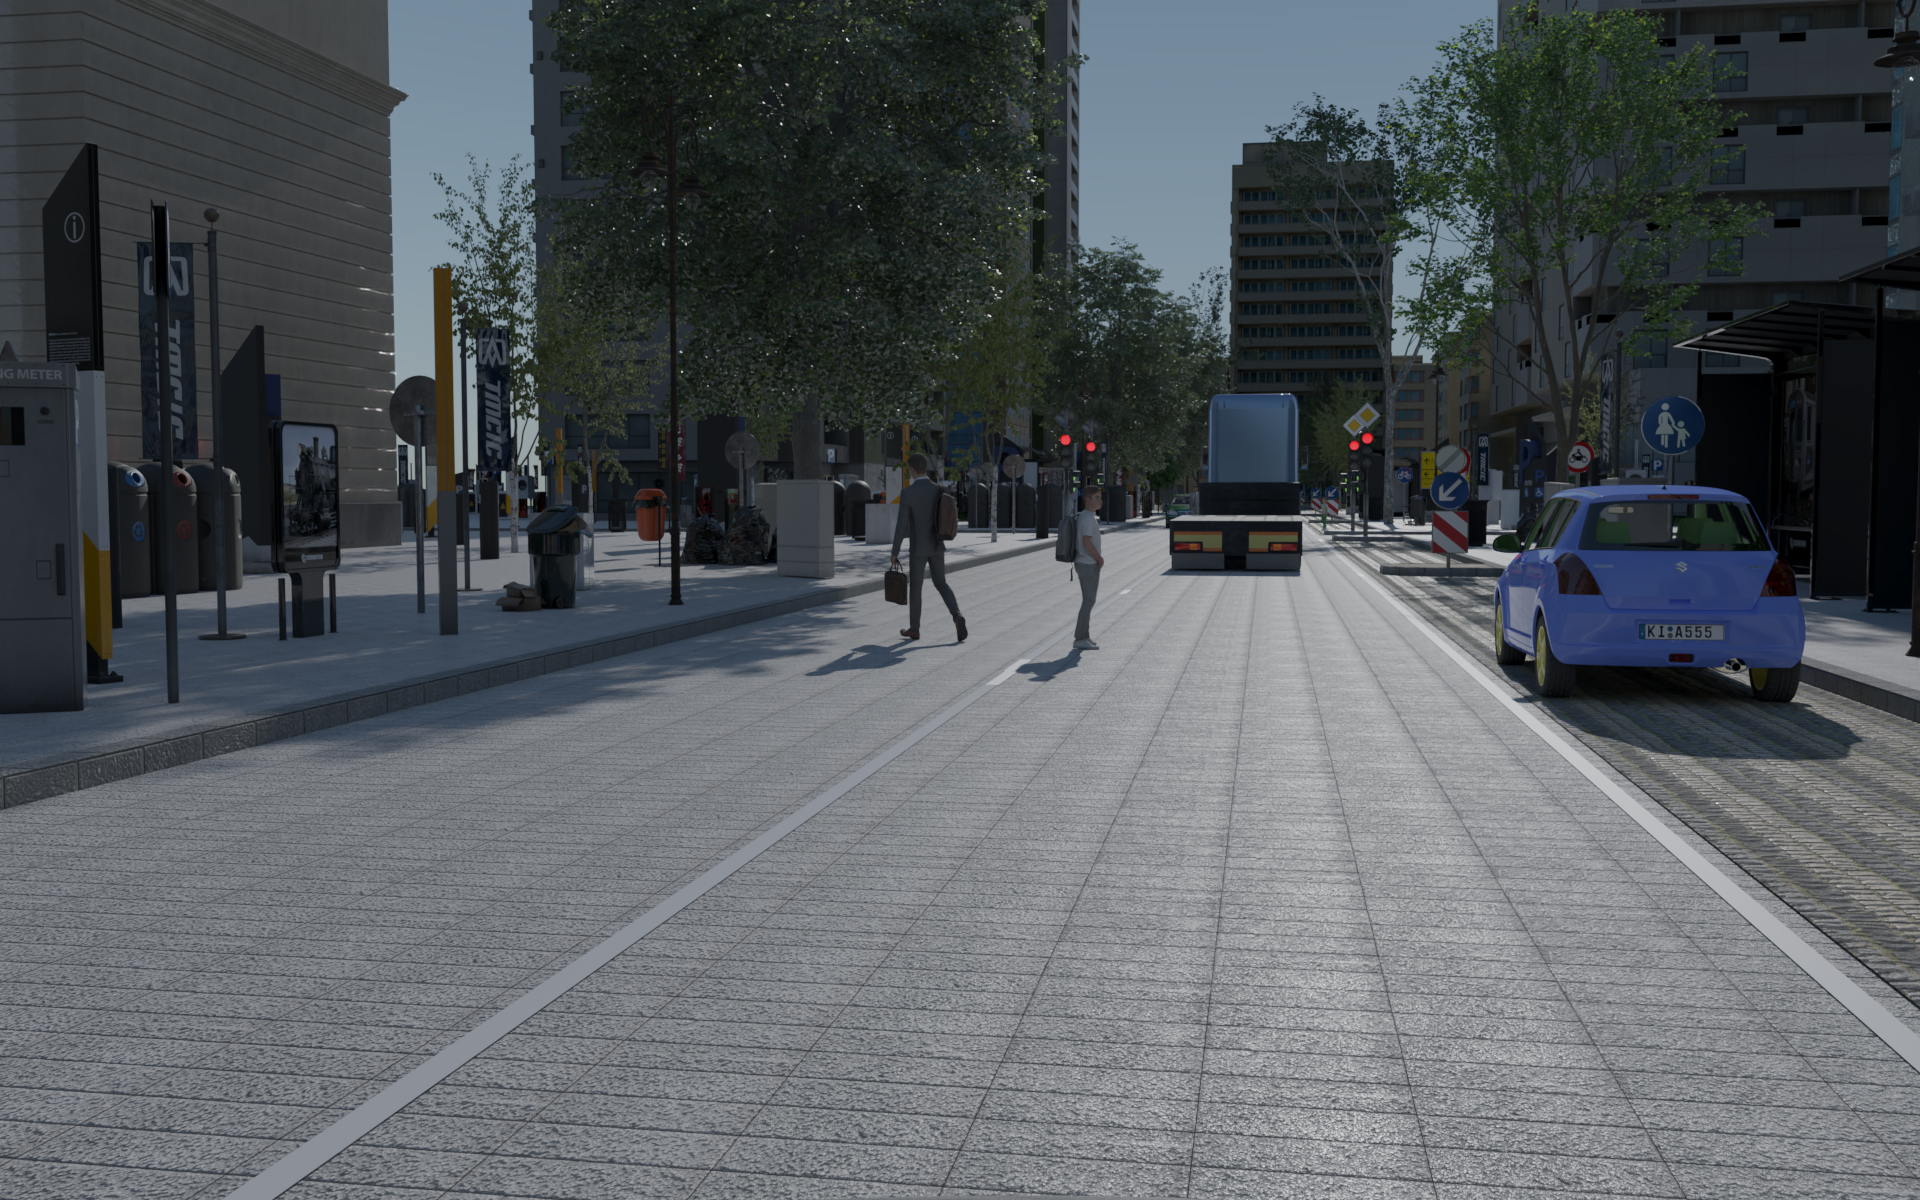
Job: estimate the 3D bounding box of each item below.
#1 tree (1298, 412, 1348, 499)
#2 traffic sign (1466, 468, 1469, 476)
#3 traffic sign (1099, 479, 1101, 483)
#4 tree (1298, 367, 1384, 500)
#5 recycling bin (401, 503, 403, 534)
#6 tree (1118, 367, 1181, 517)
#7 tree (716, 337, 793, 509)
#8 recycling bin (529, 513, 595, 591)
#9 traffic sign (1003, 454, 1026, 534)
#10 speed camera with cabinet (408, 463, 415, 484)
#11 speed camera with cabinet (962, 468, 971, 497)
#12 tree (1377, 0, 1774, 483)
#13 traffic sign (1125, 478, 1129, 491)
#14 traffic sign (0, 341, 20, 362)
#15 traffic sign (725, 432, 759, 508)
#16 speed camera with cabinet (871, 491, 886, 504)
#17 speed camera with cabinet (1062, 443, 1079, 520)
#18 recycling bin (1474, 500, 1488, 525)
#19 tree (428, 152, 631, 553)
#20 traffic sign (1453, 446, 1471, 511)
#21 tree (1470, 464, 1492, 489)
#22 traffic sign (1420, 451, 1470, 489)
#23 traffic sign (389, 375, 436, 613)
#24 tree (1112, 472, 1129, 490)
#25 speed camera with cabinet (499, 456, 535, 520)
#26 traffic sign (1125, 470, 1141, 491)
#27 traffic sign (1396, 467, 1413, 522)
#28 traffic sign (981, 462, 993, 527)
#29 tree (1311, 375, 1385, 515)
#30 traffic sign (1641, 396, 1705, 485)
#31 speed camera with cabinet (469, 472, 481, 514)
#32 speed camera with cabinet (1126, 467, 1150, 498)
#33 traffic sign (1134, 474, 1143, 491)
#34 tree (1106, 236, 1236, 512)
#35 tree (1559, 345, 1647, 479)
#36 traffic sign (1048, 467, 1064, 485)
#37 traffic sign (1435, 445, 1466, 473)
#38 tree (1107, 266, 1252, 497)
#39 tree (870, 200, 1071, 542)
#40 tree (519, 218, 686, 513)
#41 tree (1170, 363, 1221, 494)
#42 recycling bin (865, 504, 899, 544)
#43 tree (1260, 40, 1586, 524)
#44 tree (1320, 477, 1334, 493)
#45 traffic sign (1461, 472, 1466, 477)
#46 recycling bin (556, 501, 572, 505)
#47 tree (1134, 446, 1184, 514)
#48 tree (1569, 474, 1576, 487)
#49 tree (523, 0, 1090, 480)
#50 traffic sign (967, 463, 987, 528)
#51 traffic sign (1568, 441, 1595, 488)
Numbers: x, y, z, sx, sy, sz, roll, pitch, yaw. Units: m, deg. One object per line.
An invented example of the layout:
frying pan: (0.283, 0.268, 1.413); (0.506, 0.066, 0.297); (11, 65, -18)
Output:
tree: (43.758, -17.880, 210.468); (7.486, 12.596, 7.792); (0, 3, 0)
traffic sign: (17.741, -3.769, 61.729); (0.768, 2.556, 0.104); (1, 4, 15)
traffic sign: (9.099, -6.803, 111.328); (0.768, 2.556, 0.104); (1, 4, 15)
tree: (27.356, -11.746, 126.456); (8.767, 10.594, 7.601); (-2, 4, -30)
recycling bin: (-18.533, -2.669, 56.188); (0.722, 1.027, 0.722); (-2, 4, -32)
tree: (10.344, -9.018, 97.806); (4.360, 8.622, 3.978); (0, 3, 0)
tree: (-8.856, -7.676, 75.861); (4.737, 8.622, 4.395); (0, 3, 0)
recycling bin: (-5.335, -0.652, 23.221); (0.722, 1.027, 0.722); (0, 4, 1)
traffic sign: (1.724, -3.385, 55.452); (0.768, 2.556, 0.104); (1, 4, 19)
speed camera with cabinet: (-34.886, -7.003, 108.832); (0.660, 3.252, 2.038); (2, 4, 32)
speed camera with cabinet: (0.417, -8.333, 130.587); (0.660, 3.252, 2.038); (3, 5, 45)
tree: (12.566, -6.725, 35.715); (9.928, 11.665, 9.643); (0, 3, 0)
traffic sign: (13.189, -8.316, 136.072); (0.768, 2.556, 0.104); (1, 4, 19)
traffic sign: (-8.080, -0.901, 14.730); (0.884, 2.594, 0.081); (1, 4, 19)
traffic sign: (-4.469, -2.157, 35.379); (0.768, 2.556, 0.104); (1, 4, 18)
speed camera with cabinet: (-3.409, -5.585, 85.656); (2.038, 3.252, 0.660); (0, 4, 1)
speed camera with cabinet: (4.289, -4.483, 67.635); (0.660, 3.252, 2.038); (0, 4, 2)
recycling bin: (21.338, -3.610, 71.577); (0.722, 1.027, 0.722); (-3, 5, -41)
tree: (-9.596, -5.336, 37.610); (4.737, 8.622, 4.395); (0, 3, 0)
traffic sign: (13.192, -2.814, 46.123); (0.768, 2.556, 0.104); (1, 4, 11)
tree: (29.802, -6.320, 97.929); (1.663, 3.219, 1.824); (0, 3, 0)
traffic sign: (23.047, -5.408, 82.297); (2.265, 3.308, 0.079); (1, 4, 13)
traffic sign: (-5.811, -1.131, 18.604); (0.768, 2.556, 0.104); (1, 4, 18)
tree: (12.302, -8.565, 134.645); (1.663, 3.219, 1.824); (0, 3, 0)
speed camera with cabinet: (-22.169, -5.626, 86.315); (2.038, 3.252, 0.660); (2, 4, 27)
traffic sign: (9.399, -5.749, 94.005); (0.884, 2.594, 0.081); (1, 4, 12)
traffic sign: (20.752, -4.942, 80.906); (0.768, 2.556, 0.104); (1, 4, 16)
traffic sign: (1.125, -4.172, 68.316); (0.768, 2.556, 0.104); (1, 4, 11)
tree: (23.632, -9.485, 105.446); (4.737, 8.622, 4.395); (0, 3, 0)
traffic sign: (9.244, -1.371, 22.527); (0.768, 2.556, 0.104); (1, 4, 18)
speed camera with cabinet: (-30.876, -7.087, 110.207); (0.660, 3.252, 2.038); (2, 4, 31)
speed camera with cabinet: (10.925, -7.039, 109.424); (2.038, 3.252, 0.660); (1, 4, 14)
traffic sign: (10.914, -6.544, 107.100); (0.768, 2.556, 0.104); (1, 4, 14)
tree: (7.454, -10.941, 85.543); (9.857, 13.997, 8.962); (0, 3, 0)
tree: (31.585, -8.220, 84.757); (4.360, 8.622, 3.978); (0, 3, 0)
traffic sign: (3.666, -3.922, 66.257); (0.606, 2.300, 0.079); (1, 4, 16)
traffic sign: (12.777, -2.757, 45.189); (0.768, 2.556, 0.104); (1, 4, 12)
tree: (19.191, -17.569, 143.135); (12.611, 20.169, 13.585); (0, 3, 0)
tree: (-0.322, -5.364, 38.068); (4.737, 8.622, 4.395); (0, 3, 0)
tree: (-9.849, -5.908, 46.954); (4.360, 8.622, 3.978); (0, 3, 0)
tree: (20.727, -15.108, 157.383); (12.009, 13.543, 11.850); (0, 3, 0)
recycling bin: (-1.990, -1.979, 44.918); (0.722, 1.027, 0.722); (1, 4, 22)
tree: (19.342, -13.239, 72.339); (12.611, 20.169, 13.585); (0, 3, 0)
tree: (37.318, -11.082, 175.791); (1.663, 3.219, 1.824); (0, 3, 0)
traffic sign: (13.966, -2.860, 48.898); (0.606, 2.300, 0.079); (1, 4, 19)
recycling bin: (-15.215, -3.350, 67.320); (0.722, 1.027, 0.722); (1, 4, 21)
tree: (12.990, -7.970, 114.016); (4.285, 4.588, 4.351); (0, 3, 0)
tree: (31.087, -5.826, 89.859); (1.663, 3.219, 1.824); (0, 3, 0)
tree: (-2.503, -7.451, 28.476); (9.857, 13.997, 8.962); (0, 3, 0)
traffic sign: (0.616, -3.872, 64.496); (0.795, 2.450, 0.064); (1, 4, 20)
traffic sign: (14.856, -2.542, 41.667); (0.768, 2.556, 0.104); (1, 4, 15)
